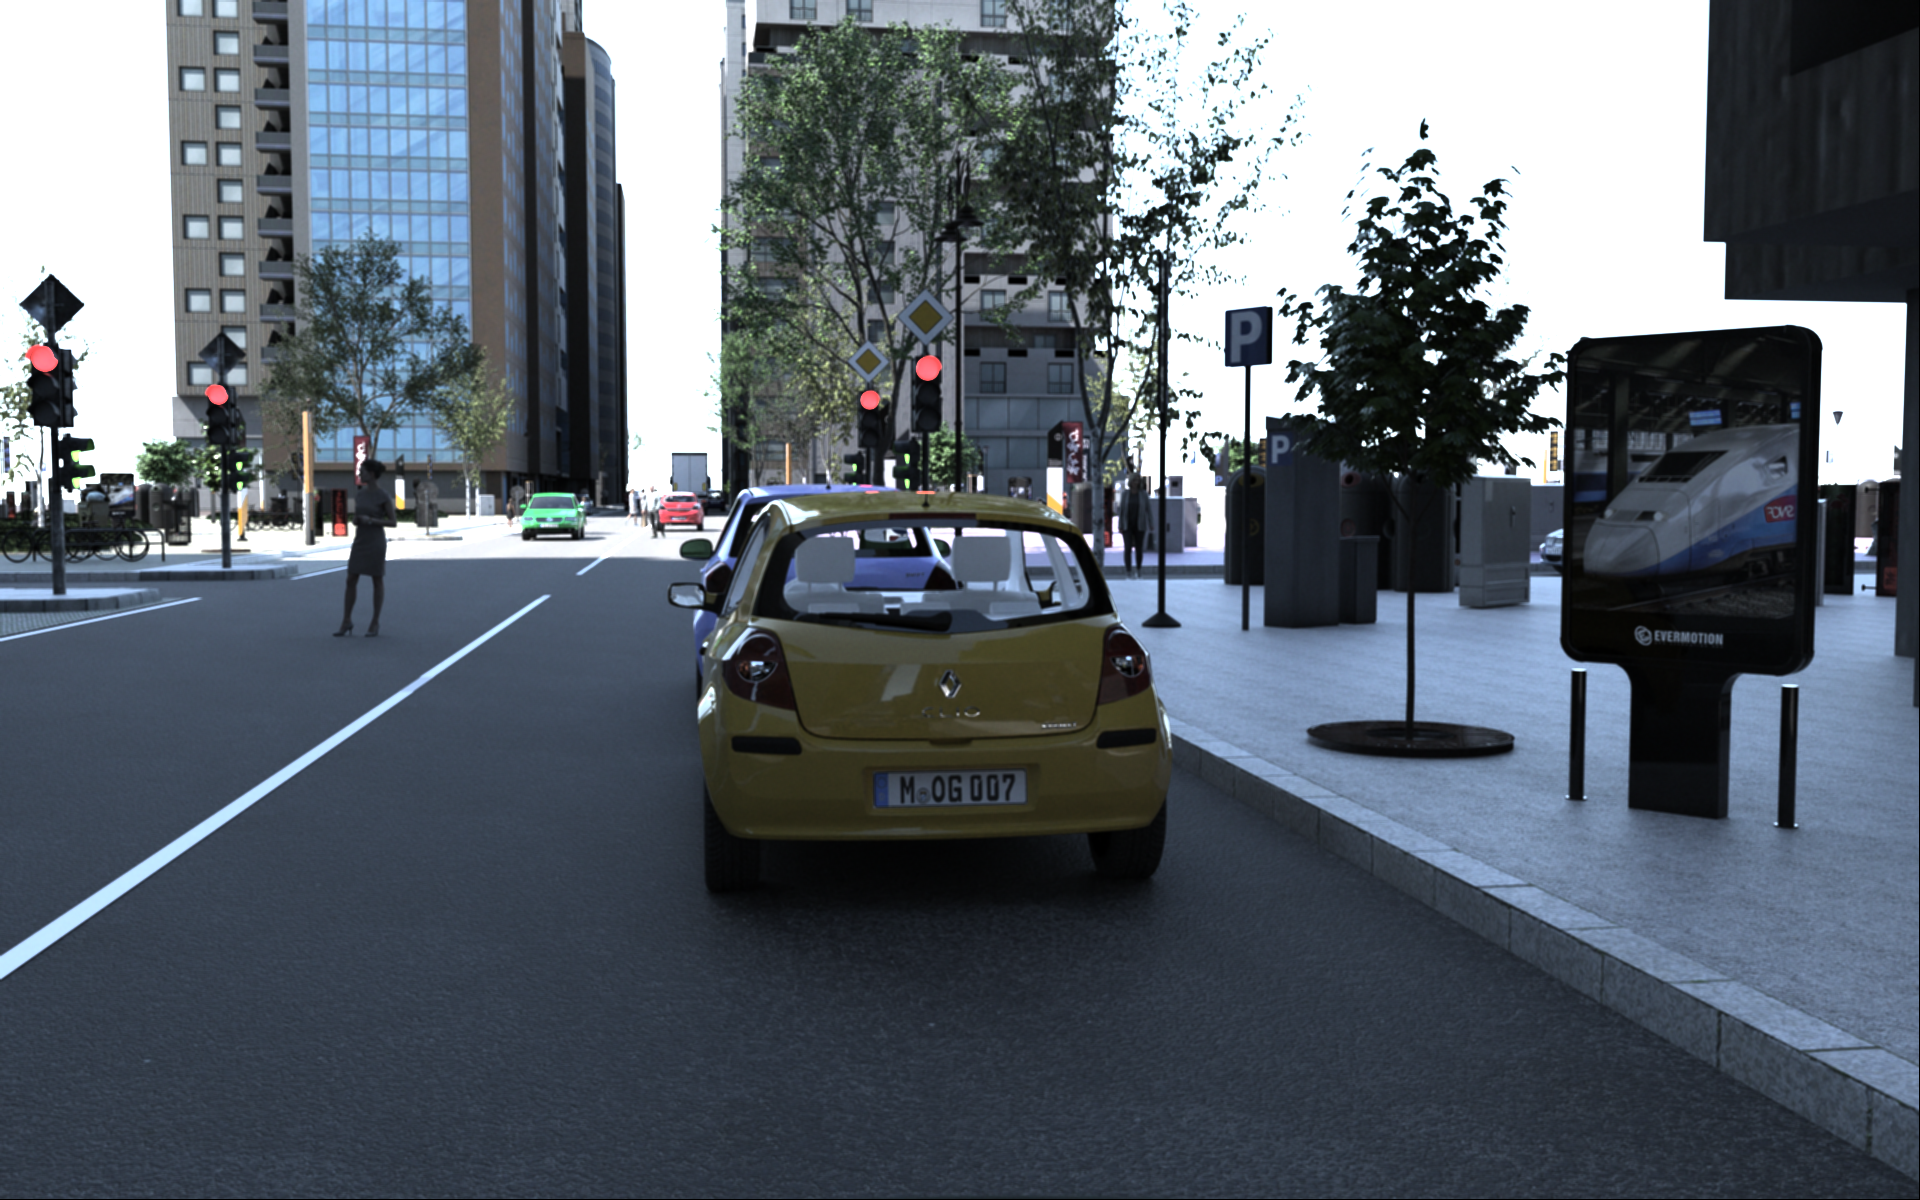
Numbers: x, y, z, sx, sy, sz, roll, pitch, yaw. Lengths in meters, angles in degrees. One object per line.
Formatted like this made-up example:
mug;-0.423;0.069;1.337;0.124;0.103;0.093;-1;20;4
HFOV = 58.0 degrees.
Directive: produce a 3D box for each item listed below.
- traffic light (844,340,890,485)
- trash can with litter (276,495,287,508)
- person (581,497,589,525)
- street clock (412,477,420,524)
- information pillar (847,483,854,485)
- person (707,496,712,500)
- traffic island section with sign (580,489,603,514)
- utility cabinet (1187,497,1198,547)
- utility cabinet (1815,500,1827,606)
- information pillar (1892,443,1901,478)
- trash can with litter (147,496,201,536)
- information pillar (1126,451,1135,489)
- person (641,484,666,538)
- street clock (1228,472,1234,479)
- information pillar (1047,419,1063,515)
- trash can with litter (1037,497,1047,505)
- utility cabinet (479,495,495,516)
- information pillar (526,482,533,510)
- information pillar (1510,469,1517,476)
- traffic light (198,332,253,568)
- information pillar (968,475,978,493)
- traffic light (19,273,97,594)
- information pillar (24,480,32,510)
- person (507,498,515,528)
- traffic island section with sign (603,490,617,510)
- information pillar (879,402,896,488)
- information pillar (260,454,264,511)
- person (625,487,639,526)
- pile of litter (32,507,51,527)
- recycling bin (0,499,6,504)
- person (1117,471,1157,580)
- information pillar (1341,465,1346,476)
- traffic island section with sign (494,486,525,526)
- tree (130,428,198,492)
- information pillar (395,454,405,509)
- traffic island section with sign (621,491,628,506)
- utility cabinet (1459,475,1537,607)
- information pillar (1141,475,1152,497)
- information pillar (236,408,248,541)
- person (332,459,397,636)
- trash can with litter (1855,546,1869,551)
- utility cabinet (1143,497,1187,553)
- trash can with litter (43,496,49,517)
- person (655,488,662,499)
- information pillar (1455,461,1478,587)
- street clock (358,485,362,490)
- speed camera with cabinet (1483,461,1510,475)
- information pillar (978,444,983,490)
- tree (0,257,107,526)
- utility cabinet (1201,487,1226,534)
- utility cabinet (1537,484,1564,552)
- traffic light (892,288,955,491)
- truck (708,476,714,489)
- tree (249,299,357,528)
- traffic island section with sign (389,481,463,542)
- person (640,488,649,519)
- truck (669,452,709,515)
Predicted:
traffic light;-1.692;-2.614;31.666;0.839;4.253;0.868;-1;4;-9
trash can with litter;-35.179;-4.884;90.917;2.233;1.210;1.678;-1;4;-22
person;-17.291;-4.072;79.321;0.590;1.304;0.306;-2;4;-26
street clock;-23.304;-4.266;74.312;0.358;2.002;0.471;-1;4;-9
information pillar;-5.286;-4.849;83.778;0.304;2.012;0.304;0;4;7
person;-19.112;-7.347;129.335;1.217;1.736;0.721;0;4;5
traffic island section with sign;-27.525;-7.256;127.260;1.989;1.847;2.006;-1;4;-9
utility cabinet;5.248;-1.888;42.036;1.020;1.237;0.306;-1;4;-17
utility cabinet;9.474;-0.550;20.148;1.020;1.237;0.306;3;4;36
information pillar;43.294;-5.421;79.992;0.183;3.616;0.504;-2;4;-30
trash can with litter;-24.658;-2.637;54.164;1.678;1.210;2.233;-1;4;-17
information pillar;9.345;-6.335;94.935;0.504;3.616;0.183;1;4;8
person;-10.002;-2.893;56.287;0.782;1.767;0.515;2;4;28
street clock;9.029;-3.243;57.594;0.358;2.002;0.471;0;4;2
information pillar;2.998;-3.853;54.352;0.504;3.616;0.183;0;4;-5
trash can with litter;3.469;-3.476;68.228;1.055;1.170;0.624;-1;4;-9
utility cabinet;-27.661;-5.500;101.083;0.306;1.237;1.020;3;5;39
information pillar;-25.388;-5.975;102.175;0.304;2.012;0.304;-3;5;-42
information pillar;34.231;-7.086;107.215;0.504;3.616;0.183;3;4;38
traffic light;-12.725;-2.511;29.982;0.839;4.253;0.868;-1;4;-9
information pillar;0.500;-3.848;67.405;0.304;2.012;0.304;-1;4;-22
traffic light;-11.527;-2.029;22.087;0.839;4.253;0.868;-1;4;-9
information pillar;-49.531;-5.357;92.075;0.304;2.012;0.304;-2;4;-30
person;-18.771;-3.620;72.361;0.362;1.253;0.373;2;4;28
traffic island section with sign;-31.684;-8.936;154.726;1.989;1.847;2.006;-1;4;-9
information pillar;-1.767;-3.074;41.610;0.504;3.616;0.183;0;4;-7
information pillar;-40.778;-6.717;101.178;0.183;3.616;0.504;-2;4;-28
person;-14.780;-4.211;78.108;0.466;1.731;0.760;2;4;32
pile of litter;-30.484;-2.689;57.935;1.176;0.858;1.719;-1;4;-8
recycling bin;-54.462;-5.259;98.545;0.722;1.027;0.722;2;4;24
person;2.947;-1.211;28.487;0.709;1.800;0.728;1;4;10
information pillar;7.726;-2.637;34.462;0.504;3.616;0.183;0;4;-3
traffic island section with sign;-20.256;-4.329;79.408;1.989;1.847;2.006;-1;4;-9
tree;-39.691;-6.289;86.534;4.285;4.588;4.351;0;3;0
information pillar;-32.481;-6.676;100.512;0.504;3.616;0.183;0;4;6
traffic island section with sign;-40.039;-12.302;209.766;1.989;1.847;2.006;-1;4;-9
utility cabinet;6.129;-0.678;19.768;0.318;1.500;1.173;3;5;43
information pillar;7.114;-3.766;66.064;0.304;2.012;0.304;2;4;35
information pillar;-19.612;-3.421;47.295;0.183;3.616;0.504;0;4;-2
person;-6.004;-0.527;17.465;0.599;1.781;0.374;1;4;19
trash can with litter;20.703;-1.796;40.418;1.678;1.210;2.233;3;4;37
utility cabinet;4.392;-1.640;37.970;1.020;1.237;0.306;1;4;16
trash can with litter;-44.090;-4.438;83.611;1.678;1.210;2.233;-1;4;-15
person;-20.781;-6.738;118.676;1.348;1.824;0.705;2;4;34
information pillar;6.986;-1.198;24.078;0.304;2.012;0.304;3;5;39
street clock;-35.515;-5.991;102.520;0.358;2.002;0.471;-1;4;-20
speed camera with cabinet;13.930;-3.122;45.377;0.660;3.252;2.038;2;4;28
information pillar;0.968;-5.493;81.161;0.183;3.616;0.504;-1;4;-21
tree;-28.512;-6.278;53.007;4.737;8.622;4.395;0;3;0
utility cabinet;8.207;-2.856;55.380;0.318;1.500;1.173;-2;4;-34
utility cabinet;12.798;-1.779;37.772;1.173;1.500;0.318;2;4;23
traffic light;-0.494;-2.131;23.771;0.839;4.253;0.868;-1;4;-9
truck;-36.881;-15.794;247.997;2.967;4.110;18.799;0;4;-7
tree;-24.991;-7.066;65.890;4.360;8.622;3.978;0;3;0
traffic island section with sign;-16.211;-2.695;52.695;1.989;1.847;2.006;-1;4;-9
person;-18.155;-5.585;100.180;0.716;1.782;0.532;1;4;23
truck;-18.819;-8.046;120.464;2.839;4.237;11.283;-1;4;-9
